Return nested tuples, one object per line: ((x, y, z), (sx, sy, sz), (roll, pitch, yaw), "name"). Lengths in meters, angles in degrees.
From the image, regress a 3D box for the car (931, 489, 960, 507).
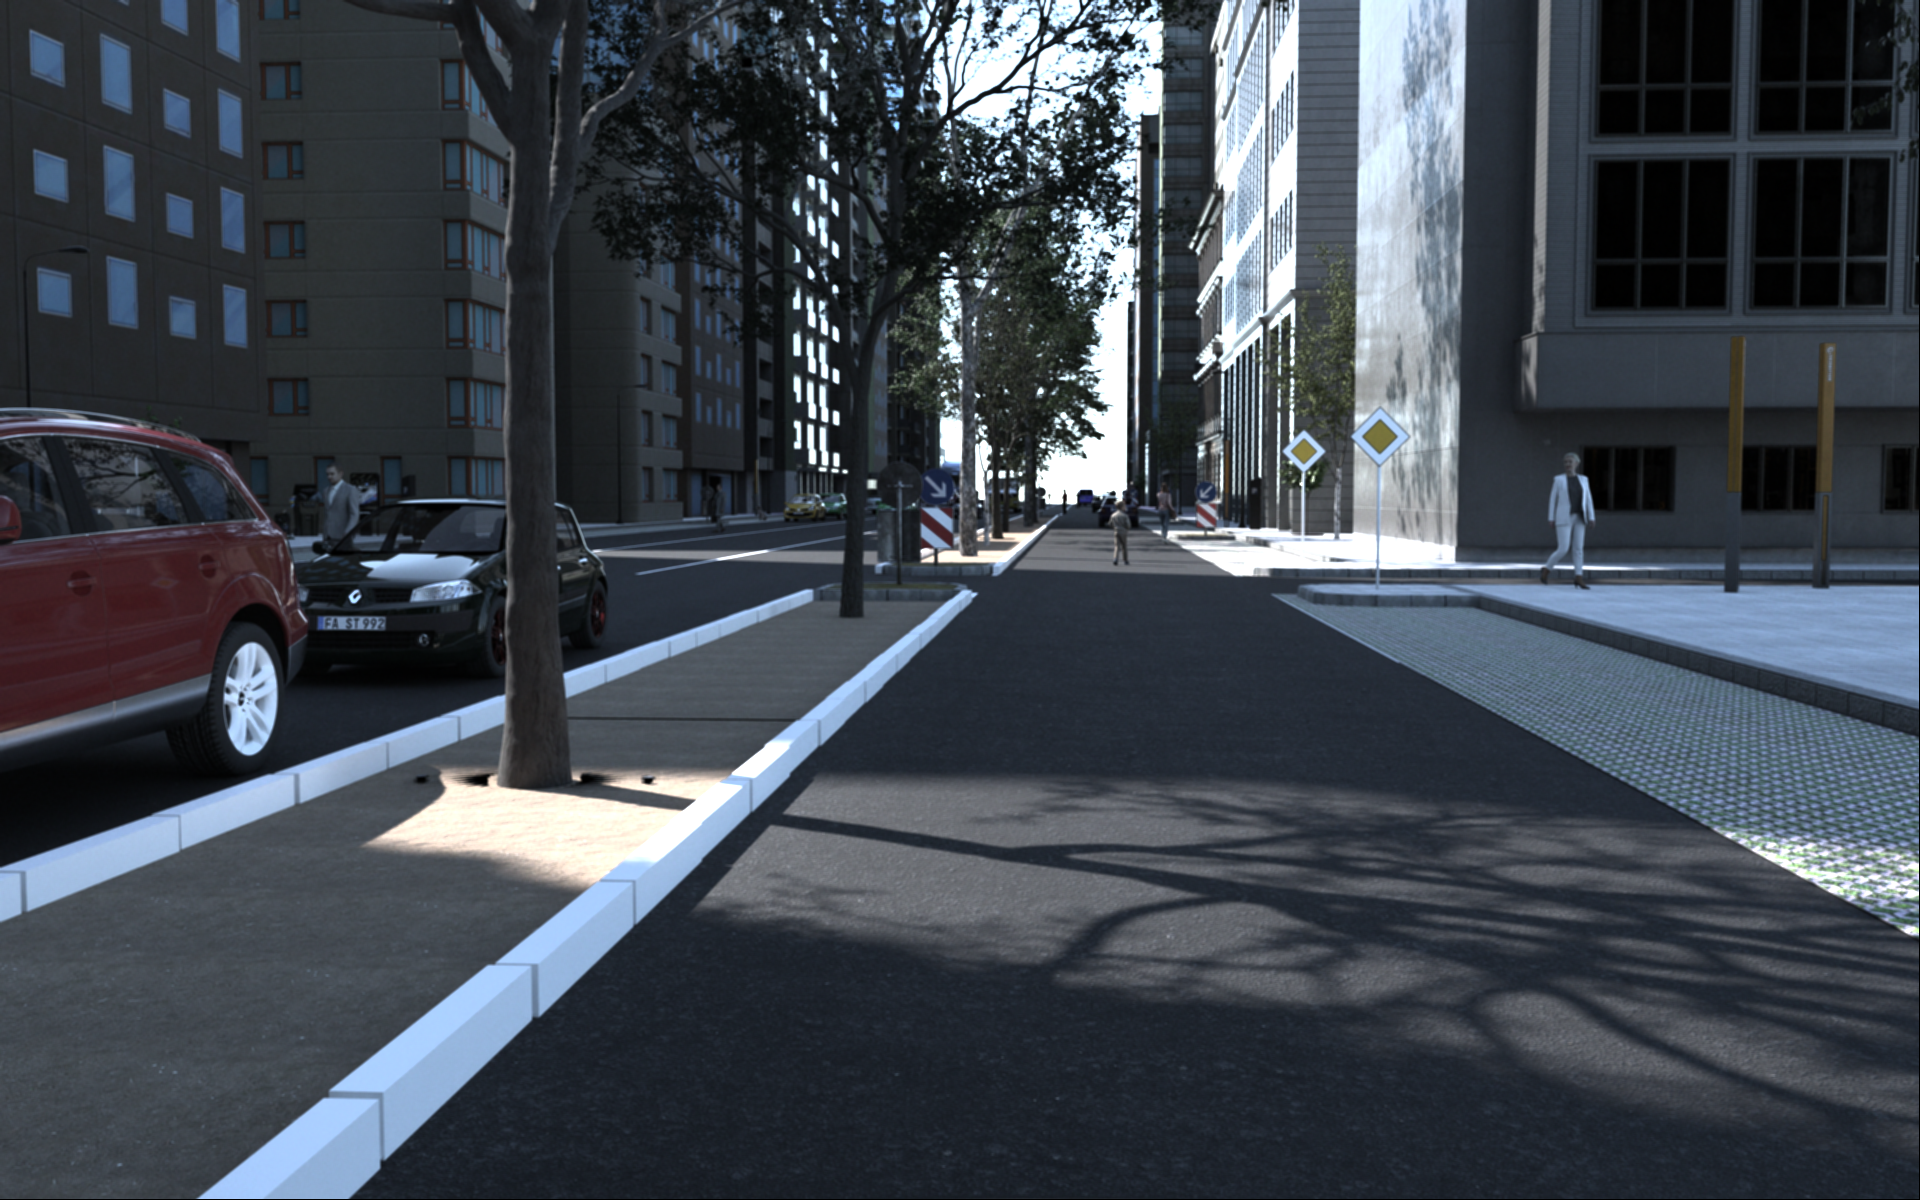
((-0.997, -7.250, 127.211), (2.281, 1.827, 5.304), (0, 4, 3), "car")

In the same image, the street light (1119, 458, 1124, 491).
((21.478, -15.409, 224.481), (1.470, 5.913, 1.316), (0, 4, 4), "street light")

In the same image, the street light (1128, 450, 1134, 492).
((18.415, -12.832, 182.341), (1.470, 5.913, 1.316), (0, 4, 4), "street light")

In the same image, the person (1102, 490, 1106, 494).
((14.349, -10.051, 172.833), (1.348, 1.824, 0.705), (1, 4, 17), "person")

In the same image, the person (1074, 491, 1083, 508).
((11.834, -10.038, 173.136), (0.721, 1.766, 1.217), (-3, 5, -44), "person")

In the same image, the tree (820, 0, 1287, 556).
((1.346, -10.996, 38.129), (12.611, 20.169, 13.585), (0, 3, 0), "tree")

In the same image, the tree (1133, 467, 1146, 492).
((20.702, -12.546, 188.842), (4.285, 4.588, 4.351), (0, 3, 0), "tree")

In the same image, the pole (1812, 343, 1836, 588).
((11.732, -1.814, 23.507), (0.158, 3.312, 0.155), (0, 3, 0), "pole")

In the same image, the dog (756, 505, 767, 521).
((-10.619, -4.663, 93.082), (0.513, 0.831, 0.800), (-1, 4, -21), "dog")

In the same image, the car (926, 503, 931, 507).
((-2.348, -9.778, 172.453), (1.945, 1.354, 3.894), (0, 4, 6), "car")

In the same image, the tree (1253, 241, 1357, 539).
((10.650, -6.044, 49.186), (4.737, 8.622, 4.395), (0, 3, 0), "tree")

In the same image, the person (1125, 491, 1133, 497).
((12.492, -7.208, 127.816), (0.593, 1.643, 0.415), (-1, 4, -13), "person")

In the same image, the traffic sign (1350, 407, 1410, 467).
((5.629, -1.284, 23.188), (0.795, 2.593, 0.064), (0, 4, 4), "traffic sign")

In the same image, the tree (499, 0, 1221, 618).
((-1.303, -5.047, 19.392), (8.767, 10.594, 7.601), (0, 4, 4), "tree")

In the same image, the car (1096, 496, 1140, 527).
((6.975, -3.898, 76.307), (1.945, 1.354, 3.894), (0, 4, 4), "car")

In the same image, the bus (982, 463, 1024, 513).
((3.517, -8.751, 134.621), (2.896, 3.916, 12.252), (0, 4, 4), "bus")

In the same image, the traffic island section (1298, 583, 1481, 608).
((5.653, -0.060, 23.269), (2.009, 0.180, 2.903), (0, 4, 4), "traffic island section")

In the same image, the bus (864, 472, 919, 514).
((-4.916, -8.129, 127.767), (2.948, 3.499, 13.247), (0, 4, 4), "bus")

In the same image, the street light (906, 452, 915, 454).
((-5.691, -13.432, 192.149), (1.470, 5.913, 1.316), (0, 4, 4), "street light")

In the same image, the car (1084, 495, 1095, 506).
((16.199, -12.286, 213.459), (1.945, 1.354, 3.894), (0, 4, 4), "car")

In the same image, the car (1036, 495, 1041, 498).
((9.175, -12.514, 216.611), (2.014, 1.417, 4.499), (0, 4, 2), "car")

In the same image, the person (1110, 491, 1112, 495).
((18.954, -12.777, 217.418), (0.705, 1.822, 1.348), (-1, 4, -9), "person")

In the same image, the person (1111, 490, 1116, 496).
((14.634, -9.630, 165.576), (0.705, 1.869, 1.348), (2, 4, 33), "person")

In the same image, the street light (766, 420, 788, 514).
((-11.530, -8.346, 109.005), (1.470, 5.913, 1.316), (0, 4, 4), "street light")

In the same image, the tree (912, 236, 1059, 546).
((0.739, -5.778, 47.288), (4.360, 8.622, 3.978), (0, 3, 0), "tree")

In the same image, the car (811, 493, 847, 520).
((-7.336, -5.450, 97.898), (1.959, 1.807, 4.718), (0, 4, 5), "car")

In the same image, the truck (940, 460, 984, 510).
((0.512, -9.395, 143.369), (2.967, 4.110, 18.799), (0, 4, 6), "truck")

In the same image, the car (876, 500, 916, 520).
((-3.162, -4.738, 86.270), (1.959, 1.807, 4.718), (0, 4, 2), "car")

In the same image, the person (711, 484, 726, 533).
((-9.017, -3.428, 64.647), (0.767, 1.812, 0.694), (-3, 5, -42), "person")

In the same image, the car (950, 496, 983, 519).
((0.404, -5.453, 101.738), (1.945, 1.354, 3.894), (0, 4, 3), "car")

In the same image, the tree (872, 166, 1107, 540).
((1.069, -7.719, 54.422), (9.928, 11.665, 9.643), (0, 3, 0), "tree")

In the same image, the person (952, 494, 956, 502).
((-0.278, -6.779, 122.553), (0.599, 1.433, 0.991), (-3, 4, -35), "person")

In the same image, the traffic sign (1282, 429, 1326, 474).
((6.196, -1.771, 31.153), (0.795, 2.593, 0.064), (0, 4, 4), "traffic sign")

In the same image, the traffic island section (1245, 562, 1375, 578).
((6.220, -0.548, 31.234), (2.009, 0.180, 2.903), (0, 4, 4), "traffic island section")

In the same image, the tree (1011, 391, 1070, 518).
((4.681, -9.237, 103.841), (4.737, 8.622, 4.395), (0, 3, 0), "tree")

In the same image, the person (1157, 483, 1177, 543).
((5.963, -2.522, 50.332), (0.593, 1.750, 0.643), (3, 4, 37), "person")

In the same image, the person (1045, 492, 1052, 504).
((13.444, -15.413, 260.590), (1.348, 1.812, 0.705), (0, 4, -4), "person")

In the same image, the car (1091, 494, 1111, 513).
((11.138, -7.615, 134.291), (2.009, 1.686, 4.222), (0, 4, 6), "car")

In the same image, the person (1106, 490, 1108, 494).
((12.119, -8.097, 141.598), (0.721, 1.736, 1.217), (-1, 4, -23), "person")

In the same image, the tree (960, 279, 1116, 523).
((3.675, -10.011, 84.271), (7.486, 12.596, 7.792), (0, 3, 0), "tree")

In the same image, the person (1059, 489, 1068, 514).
((7.507, -7.128, 124.980), (0.705, 1.831, 1.348), (2, 4, 27), "person")

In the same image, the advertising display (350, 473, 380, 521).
((-18.209, -2.926, 53.053), (0.974, 1.923, 0.123), (1, 4, 16), "advertising display")

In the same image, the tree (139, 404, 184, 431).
((-17.499, -2.618, 37.400), (1.663, 3.219, 1.824), (0, 3, 0), "tree")

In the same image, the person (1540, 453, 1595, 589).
((8.293, -1.084, 23.652), (0.514, 1.842, 0.818), (-2, 4, -24), "person")

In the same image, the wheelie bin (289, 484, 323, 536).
((-19.886, -2.744, 52.777), (0.980, 1.594, 0.693), (-3, 4, -38), "wheelie bin")

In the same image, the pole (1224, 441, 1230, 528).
((10.180, -4.415, 66.024), (0.158, 3.312, 0.155), (0, 3, 0), "pole")

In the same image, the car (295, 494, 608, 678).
((-4.311, -0.306, 14.791), (2.009, 1.686, 4.222), (0, 4, 5), "car")

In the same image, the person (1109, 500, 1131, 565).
((3.229, -1.357, 34.963), (0.475, 1.303, 0.640), (1, 4, 21), "person")

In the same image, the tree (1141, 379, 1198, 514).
((13.637, -9.774, 110.163), (4.737, 8.622, 4.395), (0, 3, 0), "tree")

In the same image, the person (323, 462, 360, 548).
((-7.463, -0.749, 20.865), (0.709, 1.813, 0.853), (2, 4, 23), "person")

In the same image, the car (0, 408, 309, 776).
((-4.713, 0.077, 7.410), (2.281, 1.827, 5.304), (0, 4, 4), "car")

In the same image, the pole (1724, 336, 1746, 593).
((10.085, -1.755, 22.537), (0.158, 3.312, 0.155), (0, 3, 0), "pole")

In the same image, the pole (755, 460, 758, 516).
((-12.098, -6.669, 102.875), (0.158, 3.312, 0.155), (0, 3, 0), "pole")

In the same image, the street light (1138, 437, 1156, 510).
((15.508, -10.301, 140.968), (1.470, 5.913, 1.316), (0, 4, 4), "street light")

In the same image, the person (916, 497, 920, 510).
((-3.839, -9.087, 157.784), (1.217, 1.736, 0.721), (3, 5, 42), "person")

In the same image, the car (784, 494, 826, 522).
((-8.107, -4.919, 90.647), (2.015, 1.641, 3.980), (0, 4, 5), "car")

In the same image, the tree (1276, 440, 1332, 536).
((10.606, -3.605, 53.537), (1.663, 3.219, 1.824), (0, 3, 0), "tree")

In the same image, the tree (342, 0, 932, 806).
((-2.115, -5.838, 8.275), (12.009, 13.543, 11.850), (0, 3, 0), "tree")

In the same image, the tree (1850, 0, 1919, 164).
((9.486, -3.939, 14.764), (4.360, 8.622, 3.978), (0, 3, 0), "tree")
